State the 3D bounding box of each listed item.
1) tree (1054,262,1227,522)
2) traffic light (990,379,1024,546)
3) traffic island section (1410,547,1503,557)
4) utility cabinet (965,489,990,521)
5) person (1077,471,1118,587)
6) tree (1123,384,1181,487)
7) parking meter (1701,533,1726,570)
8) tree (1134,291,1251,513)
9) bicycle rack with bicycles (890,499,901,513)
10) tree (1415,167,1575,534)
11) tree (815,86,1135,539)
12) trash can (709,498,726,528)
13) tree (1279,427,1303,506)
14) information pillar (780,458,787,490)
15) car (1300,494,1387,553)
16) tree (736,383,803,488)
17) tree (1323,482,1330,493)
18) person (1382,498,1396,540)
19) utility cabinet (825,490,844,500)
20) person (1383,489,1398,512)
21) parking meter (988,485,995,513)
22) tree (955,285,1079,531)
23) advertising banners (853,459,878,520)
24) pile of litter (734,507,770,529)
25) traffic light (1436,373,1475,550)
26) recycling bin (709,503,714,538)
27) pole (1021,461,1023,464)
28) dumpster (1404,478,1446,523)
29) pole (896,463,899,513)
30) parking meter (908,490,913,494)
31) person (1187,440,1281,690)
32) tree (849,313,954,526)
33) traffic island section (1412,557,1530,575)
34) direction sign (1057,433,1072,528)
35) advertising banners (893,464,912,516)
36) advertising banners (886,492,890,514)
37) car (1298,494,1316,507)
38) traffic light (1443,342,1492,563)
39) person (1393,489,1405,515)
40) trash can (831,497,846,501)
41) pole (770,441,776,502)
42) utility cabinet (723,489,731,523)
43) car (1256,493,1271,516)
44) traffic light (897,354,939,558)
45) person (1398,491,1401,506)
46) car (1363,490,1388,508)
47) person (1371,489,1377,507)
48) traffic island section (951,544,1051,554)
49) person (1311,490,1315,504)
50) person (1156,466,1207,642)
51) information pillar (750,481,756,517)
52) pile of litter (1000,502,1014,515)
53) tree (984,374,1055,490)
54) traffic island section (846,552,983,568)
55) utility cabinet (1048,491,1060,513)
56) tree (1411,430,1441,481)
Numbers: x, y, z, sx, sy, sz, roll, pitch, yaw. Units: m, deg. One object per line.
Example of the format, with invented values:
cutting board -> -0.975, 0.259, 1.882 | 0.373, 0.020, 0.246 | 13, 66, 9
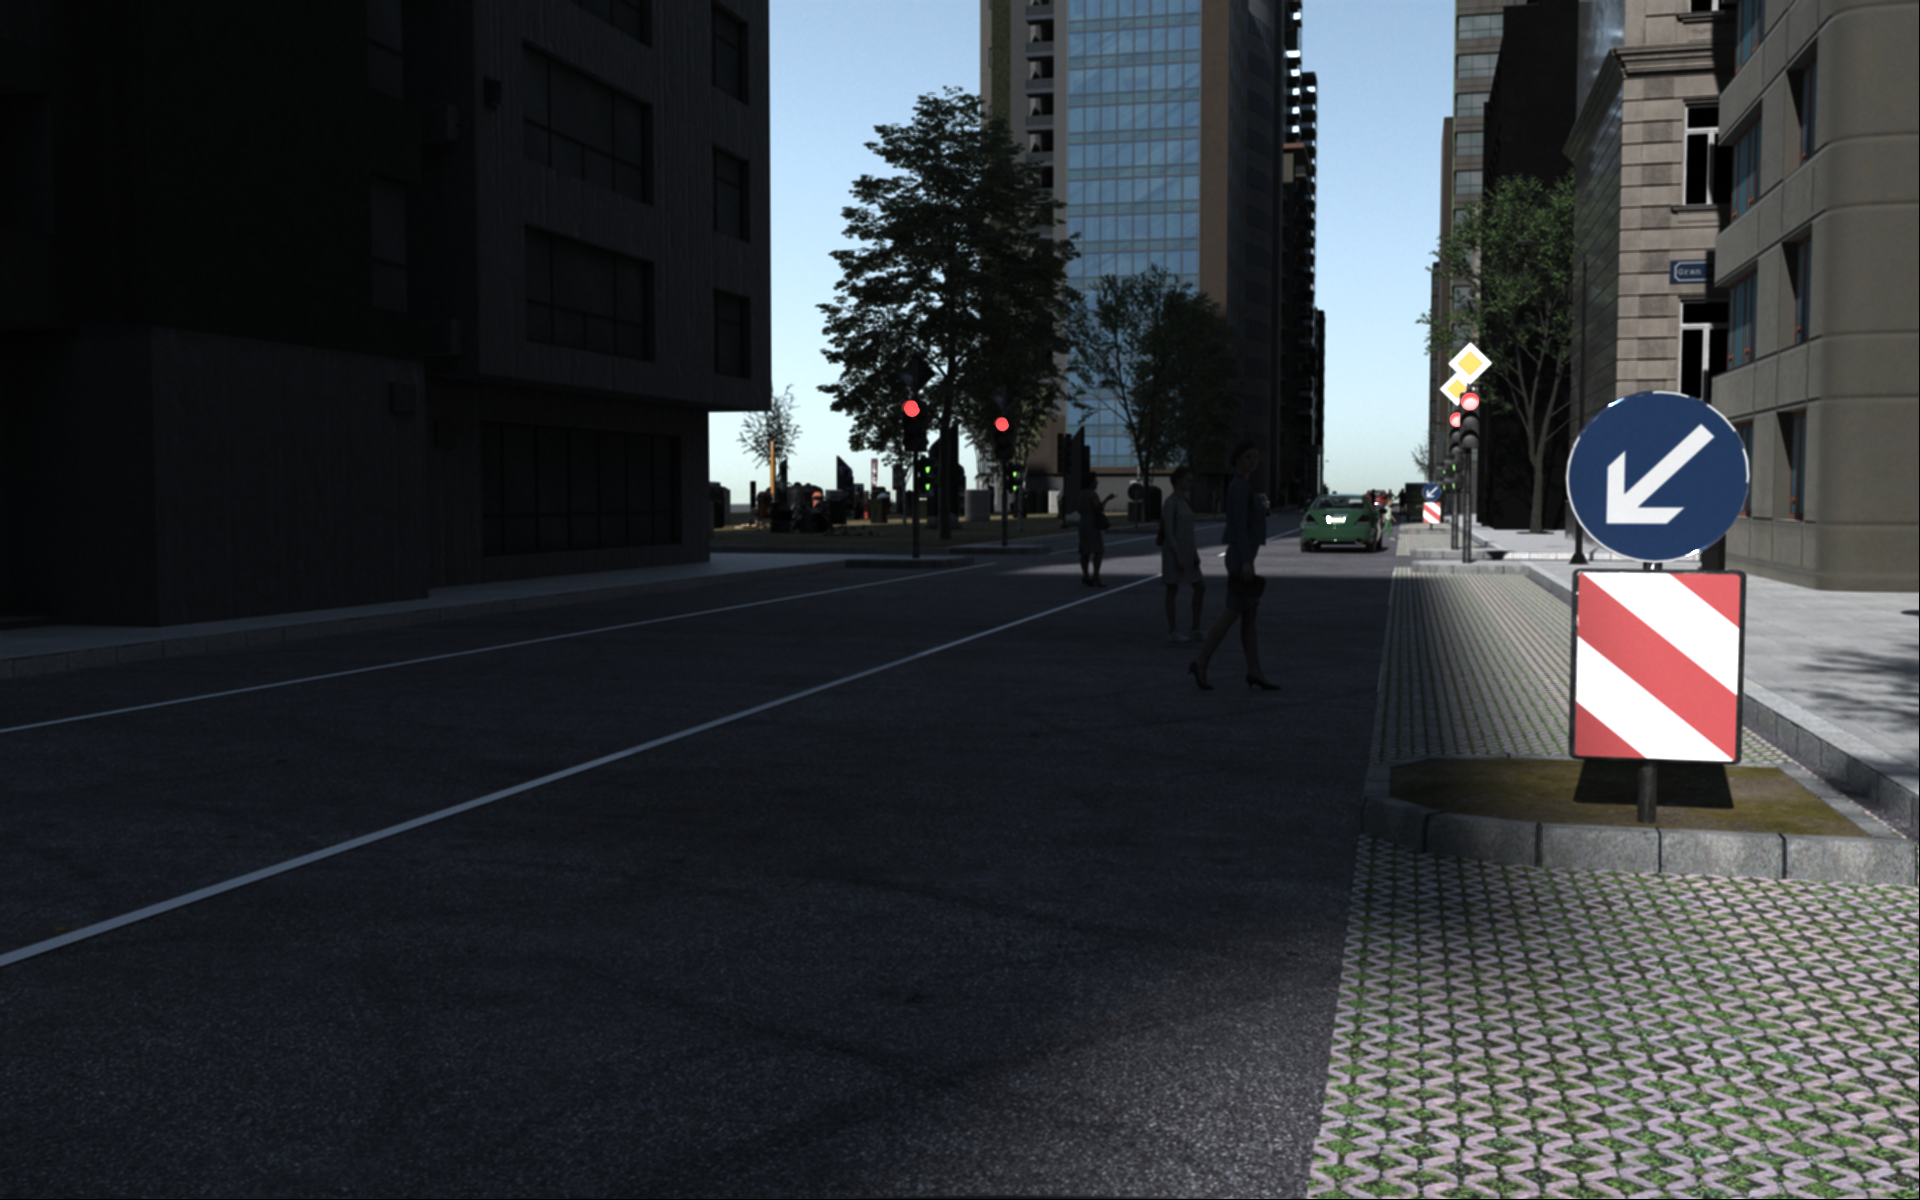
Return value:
tree -> 8.403, -9.388, 79.251 | 9.928, 11.665, 9.643 | 0, 3, 0
traffic light -> 1.114, -3.275, 42.475 | 0.839, 4.253, 0.868 | 1, 4, 14
traffic island section -> 11.433, -1.082, 39.967 | 2.009, 0.180, 2.903 | 1, 4, 14
utility cabinet -> 0.824, -4.470, 81.769 | 1.173, 1.500, 0.318 | 0, 4, 7
person -> 2.138, -1.096, 26.785 | 0.532, 1.782, 0.716 | -2, 4, -24
tree -> 12.113, -9.714, 109.185 | 4.360, 8.622, 3.978 | 0, 3, 0
parking meter -> 11.841, -1.313, 27.180 | 0.255, 1.863, 0.399 | 3, 5, 42
tree -> 12.768, -10.959, 97.310 | 7.486, 12.596, 7.792 | 0, 3, 0
bicycle rack with bicycles -> -4.141, -6.280, 116.065 | 2.925, 0.926, 2.852 | -1, 4, -17
tree -> 18.567, -7.938, 55.537 | 9.928, 11.665, 9.643 | 0, 3, 0
tree -> -0.028, -7.991, 48.781 | 7.486, 12.596, 7.792 | 0, 3, 0
trash can -> -9.149, -3.268, 65.078 | 0.748, 1.137, 0.748 | 0, 3, 0
tree -> 35.660, -14.638, 189.688 | 4.737, 8.622, 4.395 | 0, 3, 0
information pillar -> -11.402, -7.392, 112.217 | 0.504, 3.616, 0.183 | -3, 4, -38
car -> 9.673, -1.955, 43.769 | 2.131, 1.459, 4.920 | 1, 4, 16
tree -> -11.767, -9.707, 109.074 | 4.360, 8.622, 3.978 | 0, 3, 0
tree -> 56.948, -16.877, 270.547 | 1.663, 3.219, 1.824 | 0, 3, 0
person -> 13.262, -2.514, 53.845 | 0.590, 1.304, 0.306 | 2, 4, 27
utility cabinet -> -6.469, -4.949, 89.597 | 0.318, 1.500, 1.173 | 2, 4, 34
person -> 34.427, -7.948, 138.590 | 1.348, 1.807, 0.705 | 3, 5, 42
parking meter -> 2.080, -6.724, 115.653 | 0.399, 1.863, 0.255 | -2, 4, -24
tree -> 2.076, -6.670, 59.424 | 4.360, 8.622, 3.978 | 0, 3, 0
advertising banners -> -4.693, -5.502, 86.144 | 0.090, 3.025, 2.074 | -3, 4, -38
pile of litter -> -7.688, -3.098, 64.617 | 1.176, 0.858, 1.719 | -3, 5, -42
traffic light -> 11.397, -3.116, 39.862 | 0.839, 4.253, 0.868 | 1, 4, 14
recycling bin -> -7.690, -2.366, 51.237 | 0.722, 1.027, 0.722 | -1, 4, -17
pole -> 3.823, -6.849, 105.824 | 0.158, 3.312, 0.155 | 0, 3, 0
dumpster -> 23.062, -4.951, 85.894 | 1.985, 2.255, 1.502 | 1, 4, 15
pole -> -4.126, -7.376, 114.434 | 0.158, 3.312, 0.155 | 0, 3, 0
parking meter -> -2.933, -5.794, 103.149 | 0.372, 1.533, 0.369 | 0, 3, 0
person -> 2.020, -0.254, 12.681 | 0.654, 1.822, 0.581 | 2, 4, 23
tree -> -2.335, -7.284, 69.459 | 4.360, 8.622, 3.978 | 0, 3, 0
traffic island section -> 9.448, -0.609, 32.231 | 2.009, 0.180, 2.903 | 1, 4, 14
direction sign -> 3.921, -4.467, 65.035 | 0.379, 3.537, 0.876 | 3, 4, 38
advertising banners -> -2.994, -6.440, 101.489 | 0.090, 3.025, 2.074 | 3, 5, 43
advertising banners -> -4.680, -7.001, 110.655 | 2.074, 3.025, 0.090 | -3, 5, -43
car -> 34.658, -9.822, 172.589 | 2.014, 1.417, 4.499 | 1, 4, 14
traffic light -> 9.412, -2.643, 32.127 | 0.839, 4.253, 0.868 | 1, 4, 14
person -> 30.431, -6.758, 119.126 | 1.348, 1.807, 0.705 | -1, 4, -11
trash can -> -5.947, -4.469, 84.714 | 0.748, 1.137, 0.748 | 0, 3, 0
pole -> -7.160, -4.436, 66.364 | 0.158, 3.312, 0.155 | 0, 3, 0
utility cabinet -> -10.705, -4.149, 76.515 | 1.173, 1.500, 0.318 | 2, 4, 28
car -> 18.607, -6.169, 109.653 | 1.959, 1.807, 4.718 | 1, 4, 16
traffic light -> -0.872, -2.802, 34.740 | 0.839, 4.253, 0.868 | 1, 4, 14
person -> 53.137, -12.250, 208.796 | 0.705, 1.822, 1.348 | -1, 4, -17
car -> 36.235, -8.687, 150.701 | 2.281, 1.827, 5.304 | 1, 4, 15
person -> 32.049, -7.684, 134.138 | 0.705, 1.822, 1.348 | 2, 4, 30
traffic island section -> 1.077, -1.244, 42.619 | 2.009, 0.180, 2.903 | 1, 4, 14
person -> 31.656, -8.912, 154.741 | 0.617, 1.759, 0.750 | -2, 4, -31
person -> 2.142, -0.448, 16.831 | 0.522, 1.701, 0.512 | 2, 4, 34
information pillar -> -11.832, -5.783, 99.047 | 0.304, 2.012, 0.304 | -1, 4, -11
pile of litter -> 3.126, -5.787, 108.588 | 1.176, 0.858, 1.719 | -1, 4, -11
tree -> 3.564, -9.234, 101.331 | 4.737, 8.622, 4.395 | 0, 3, 0
traffic island section -> -0.908, -0.771, 34.884 | 2.009, 0.180, 2.903 | 1, 4, 14
utility cabinet -> 6.376, -6.422, 113.679 | 1.173, 1.500, 0.318 | -2, 4, -29
tree -> 52.701, -14.857, 193.268 | 4.360, 8.622, 3.978 | 0, 3, 0
